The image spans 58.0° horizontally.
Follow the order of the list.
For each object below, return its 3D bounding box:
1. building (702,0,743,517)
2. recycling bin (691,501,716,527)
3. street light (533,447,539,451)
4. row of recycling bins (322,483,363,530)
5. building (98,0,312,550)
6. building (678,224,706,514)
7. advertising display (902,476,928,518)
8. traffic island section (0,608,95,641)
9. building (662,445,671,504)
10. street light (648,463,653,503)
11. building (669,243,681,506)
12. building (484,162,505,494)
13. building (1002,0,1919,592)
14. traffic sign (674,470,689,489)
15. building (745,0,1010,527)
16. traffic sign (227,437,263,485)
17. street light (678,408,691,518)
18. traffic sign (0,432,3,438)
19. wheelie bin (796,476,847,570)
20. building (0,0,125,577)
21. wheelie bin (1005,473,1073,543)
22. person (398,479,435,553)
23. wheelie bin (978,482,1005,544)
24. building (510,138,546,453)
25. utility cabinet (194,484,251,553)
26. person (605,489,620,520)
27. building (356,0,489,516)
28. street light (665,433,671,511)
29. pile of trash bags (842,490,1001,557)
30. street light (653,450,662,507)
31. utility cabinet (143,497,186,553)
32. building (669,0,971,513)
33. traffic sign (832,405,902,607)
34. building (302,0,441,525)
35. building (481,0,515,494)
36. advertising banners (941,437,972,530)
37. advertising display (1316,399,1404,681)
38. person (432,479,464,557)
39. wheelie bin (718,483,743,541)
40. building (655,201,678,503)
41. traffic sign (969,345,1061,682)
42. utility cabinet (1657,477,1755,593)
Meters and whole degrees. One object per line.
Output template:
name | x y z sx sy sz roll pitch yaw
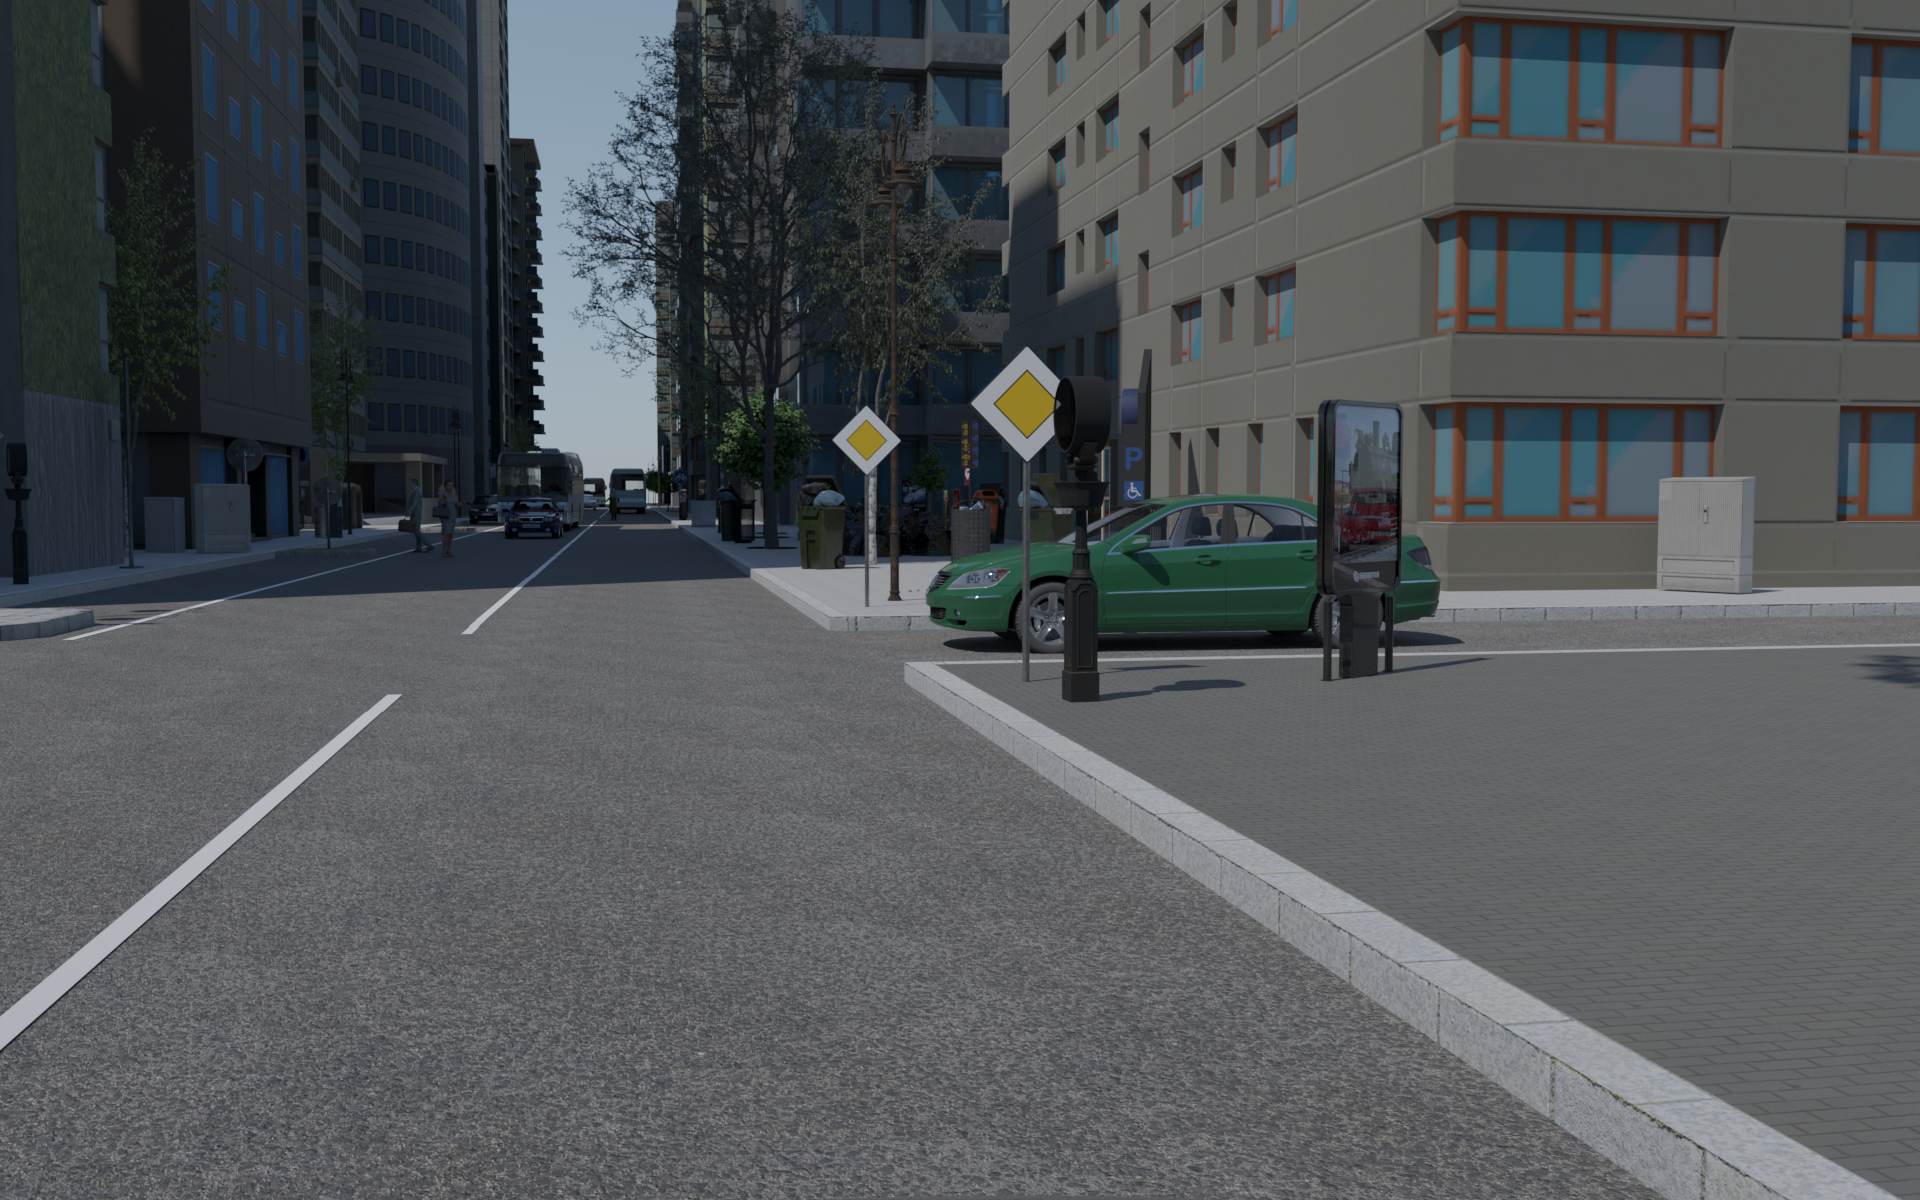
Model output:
building | -8.222 -25.635 102.733 14.154 41.232 14.086 -1 4 -11
recycling bin | -9.983 -3.356 67.429 0.722 1.027 0.722 -3 4 -39
street light | -42.458 -12.337 174.498 0.468 5.910 1.993 -1 4 -11
row of recycling bins | -22.656 -3.446 63.451 1.069 1.692 3.534 -1 4 -8
building | -25.449 -24.092 44.013 14.600 45.320 14.200 -1 4 -11
building | -6.014 -17.160 125.599 27.650 21.520 28.899 -1 4 -11
advertising display | -1.658 -3.564 63.481 0.974 1.923 0.123 1 4 22
traffic island section | -10.310 0.266 17.926 2.009 0.180 2.903 -1 4 -11
building | -26.973 -55.609 221.871 22.319 86.520 31.000 -1 4 -11
street light | -37.819 -14.721 213.472 0.468 5.910 1.993 -1 4 -11
building | -26.491 -26.242 200.752 14.160 30.474 14.107 -1 4 -11
building | -45.807 -22.784 144.225 14.160 30.474 14.107 -1 4 -11
building | 17.998 -11.825 38.386 28.899 21.520 27.650 -1 4 -11
traffic sign | -14.545 -5.522 90.386 0.768 2.556 0.104 -1 4 -10
building | 0.744 -28.177 80.300 23.786 49.044 30.456 -1 4 -11
traffic sign | -16.105 -2.381 39.040 0.768 2.556 0.104 -1 4 -11
street light | -15.306 -7.519 95.718 0.468 5.910 1.993 -1 4 -11
traffic sign | -10.288 -0.870 17.868 0.795 2.450 0.064 -1 4 -11
wheelie bin | -2.360 -1.326 29.587 0.980 1.594 0.693 3 4 36
building | -20.936 -20.728 22.497 14.154 41.232 14.086 -1 4 -11
wheelie bin | 1.288 -1.130 26.383 0.693 1.594 0.980 2 4 35
person | -13.297 -2.060 42.305 0.853 1.813 0.709 -1 4 -19
wheelie bin | 0.786 -2.264 44.927 0.980 1.594 0.693 2 4 30
building | -61.360 -33.773 206.807 22.147 44.769 28.867 -1 4 -11
utility cabinet | -15.984 -1.768 37.580 0.318 1.500 1.173 2 4 30
person | -19.090 -5.253 95.109 0.721 1.736 1.217 2 4 28
building | -40.110 -34.251 102.007 21.231 58.520 28.212 -1 4 -11
street light | -22.292 -9.747 132.146 0.468 5.910 1.993 -1 4 -11
pile of trash bags | -0.765 -1.628 36.363 3.447 1.369 1.912 -1 4 -22
street light | -30.859 -12.510 177.327 0.468 5.910 1.993 -1 4 -11
utility cabinet | -17.422 -1.639 37.953 1.020 1.237 0.306 2 4 30
building | -13.857 -32.673 153.810 23.786 49.044 30.456 -1 4 -11
traffic sign | -1.058 -0.977 19.613 0.795 2.450 0.064 -1 4 -11
building | -39.728 -23.418 74.761 32.217 40.220 23.993 -1 4 -11
building | -55.781 -45.485 181.926 20.563 71.187 20.611 -1 4 -11
advertising banners | -0.100 -3.563 54.446 0.090 3.025 2.074 -2 4 -27
advertising display | 2.808 -0.424 12.146 0.123 1.923 0.974 3 5 43
person | -11.656 -1.867 39.391 0.532 1.782 0.716 3 5 40
wheelie bin | -6.256 -2.405 47.223 0.693 1.594 0.980 -1 4 -9
building | -35.784 -34.305 244.478 14.154 41.232 14.086 -1 4 -11
traffic sign | 0.448 -0.497 11.771 0.795 2.450 0.064 -1 4 -11
utility cabinet | 9.702 -0.850 22.572 0.318 1.500 1.173 -2 4 -34
